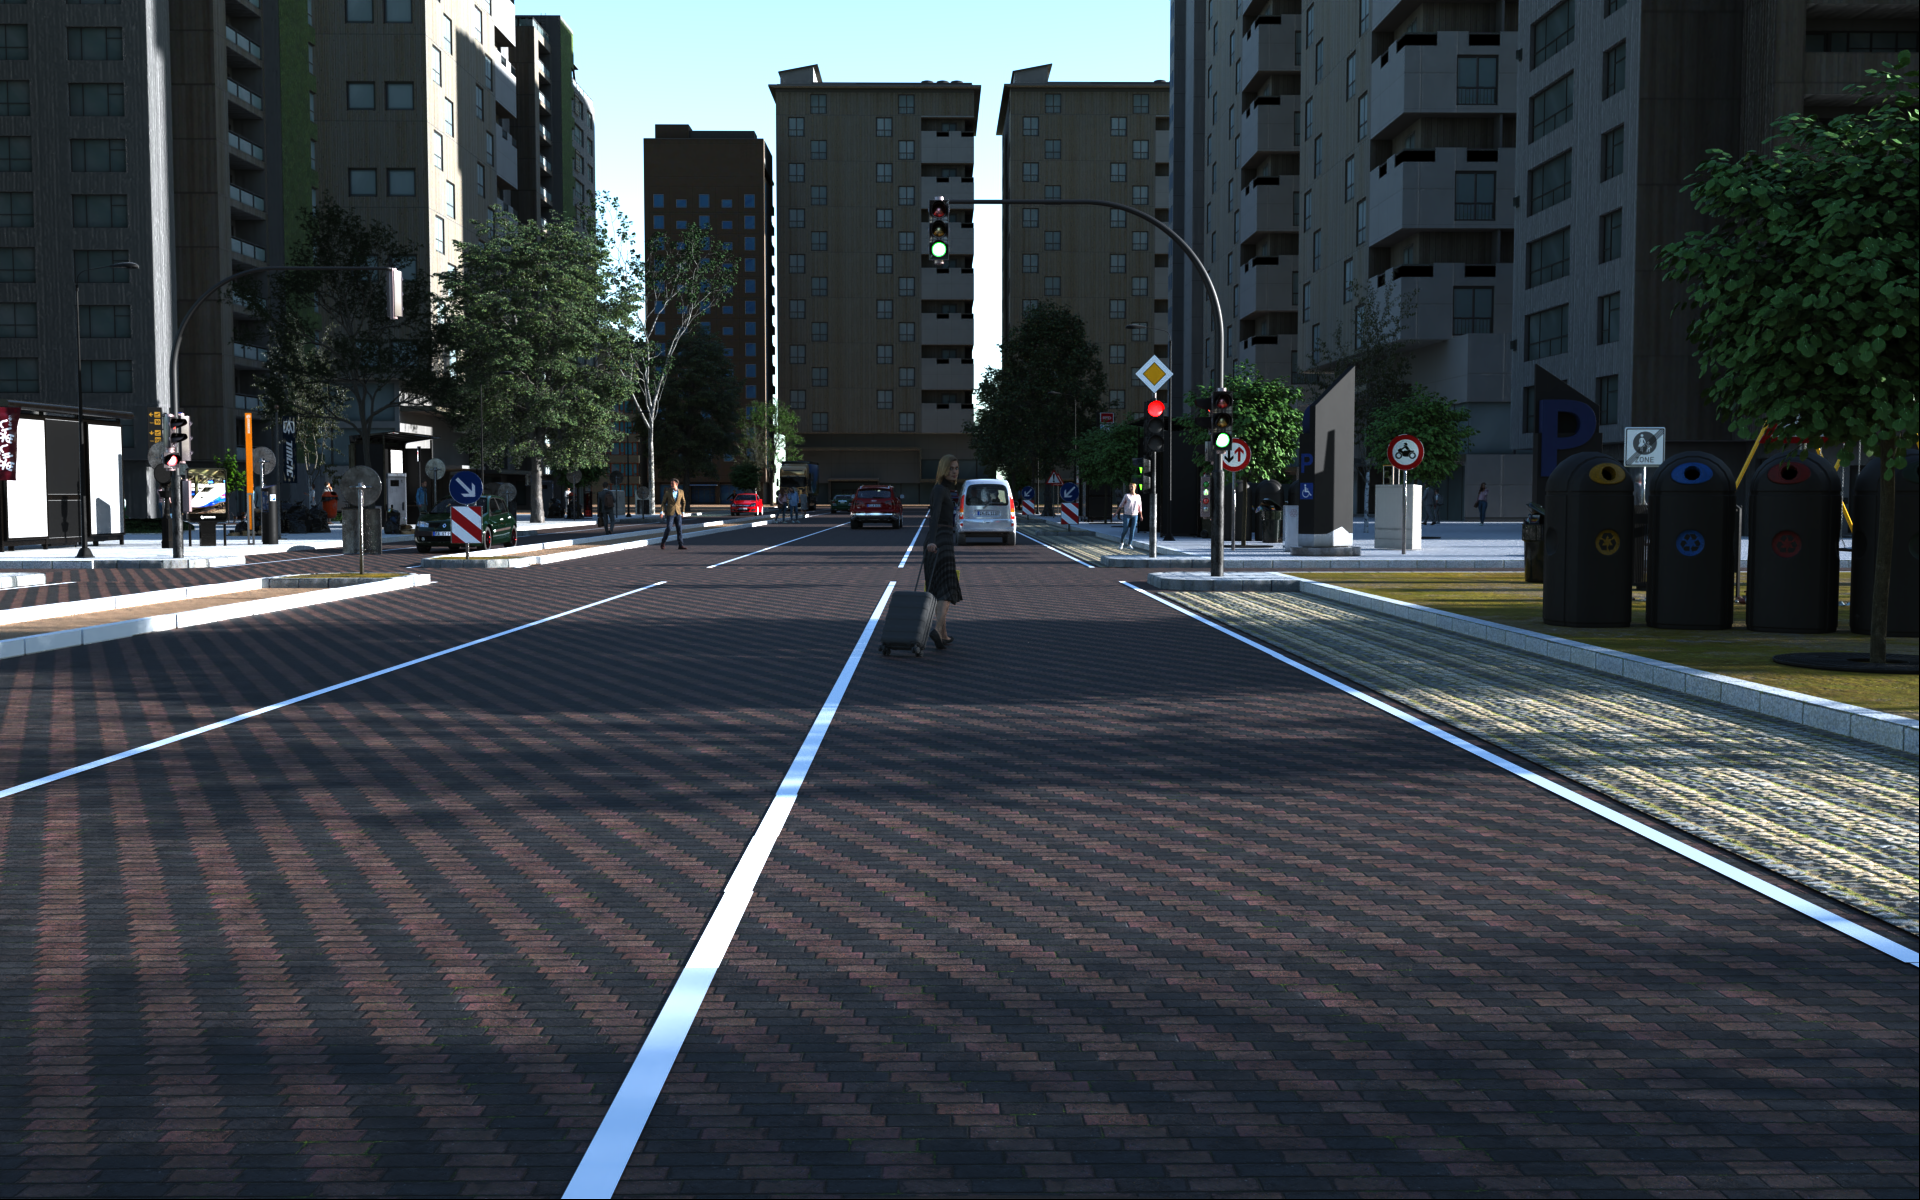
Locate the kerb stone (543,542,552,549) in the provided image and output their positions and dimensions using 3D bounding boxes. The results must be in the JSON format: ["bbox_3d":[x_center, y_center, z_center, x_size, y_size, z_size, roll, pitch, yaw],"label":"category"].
[{"bbox_3d":[-10.860,-1.401,45.106,0.120,0.150,1.000,0,4,-1],"label":"kerb stone"}]

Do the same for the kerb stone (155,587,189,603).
[{"bbox_3d":[-10.582,-0.053,23.056,0.120,0.150,1.000,0,4,-1],"label":"kerb stone"}]

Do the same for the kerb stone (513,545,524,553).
[{"bbox_3d":[-10.823,-1.213,42.029,0.120,0.150,1.000,0,4,-1],"label":"kerb stone"}]

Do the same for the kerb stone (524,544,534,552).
[{"bbox_3d":[-10.835,-1.276,43.060,0.120,0.150,1.000,0,4,-1],"label":"kerb stone"}]

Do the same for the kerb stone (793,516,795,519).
[{"bbox_3d":[-9.425,-4.538,96.390,0.120,0.150,1.000,0,4,-1],"label":"kerb stone"}]

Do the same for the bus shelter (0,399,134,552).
[{"bbox_3d":[-21.917,-3.781,39.456,2.179,5.291,8.768,0,4,-1],"label":"bus shelter"}]

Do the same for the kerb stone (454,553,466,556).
[{"bbox_3d":[-10.759,-0.900,36.913,0.120,0.150,1.000,0,4,-1],"label":"kerb stone"}]

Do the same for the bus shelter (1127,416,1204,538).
[{"bbox_3d":[6.398,-3.847,54.179,1.731,3.624,6.357,0,4,-1],"label":"bus shelter"}]

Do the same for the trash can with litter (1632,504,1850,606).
[{"bbox_3d":[9.305,-0.577,20.493,1.678,1.210,2.233,-3,5,-40],"label":"trash can with litter"}]

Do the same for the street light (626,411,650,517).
[{"bbox_3d":[-17.967,-7.586,96.567,1.470,5.913,1.316,0,4,-1],"label":"street light"}]

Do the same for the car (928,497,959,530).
[{"bbox_3d":[-0.260,-3.263,65.926,1.945,1.354,3.894,0,4,1],"label":"car"}]

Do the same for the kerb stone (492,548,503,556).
[{"bbox_3d":[-10.794,-1.087,39.979,0.120,0.150,1.000,0,4,-1],"label":"kerb stone"}]

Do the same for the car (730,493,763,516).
[{"bbox_3d":[-14.164,-6.485,115.077,2.155,1.783,4.494,0,4,0],"label":"car"}]

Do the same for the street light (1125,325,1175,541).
[{"bbox_3d":[5.224,-4.591,47.602,1.470,5.913,1.316,0,4,-1],"label":"street light"}]

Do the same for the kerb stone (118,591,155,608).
[{"bbox_3d":[-10.560,0.012,22.034,0.120,0.150,1.000,0,4,-1],"label":"kerb stone"}]

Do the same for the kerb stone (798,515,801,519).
[{"bbox_3d":[-9.484,-4.790,100.505,0.120,0.150,1.000,0,4,-1],"label":"kerb stone"}]

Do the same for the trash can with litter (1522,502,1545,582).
[{"bbox_3d":[8.684,-0.838,25.086,1.055,1.170,0.624,2,4,25],"label":"trash can with litter"}]

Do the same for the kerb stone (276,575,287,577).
[{"bbox_3d":[-10.638,-0.298,27.149,0.120,0.150,1.000,0,4,-1],"label":"kerb stone"}]

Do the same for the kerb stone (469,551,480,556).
[{"bbox_3d":[-10.772,-0.961,37.935,0.120,0.150,1.000,0,4,-1],"label":"kerb stone"}]

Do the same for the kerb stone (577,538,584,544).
[{"bbox_3d":[-10.924,-1.653,49.227,0.120,0.150,1.000,0,4,-1],"label":"kerb stone"}]

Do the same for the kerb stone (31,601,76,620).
[{"bbox_3d":[-10.541,0.135,19.988,0.120,0.150,1.000,0,4,-1],"label":"kerb stone"}]

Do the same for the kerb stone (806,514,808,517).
[{"bbox_3d":[-9.550,-5.103,105.635,0.120,0.150,1.000,0,4,-1],"label":"kerb stone"}]

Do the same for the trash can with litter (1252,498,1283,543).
[{"bbox_3d":[8.369,-2.099,45.712,1.055,1.170,0.624,-2,4,-29],"label":"trash can with litter"}]

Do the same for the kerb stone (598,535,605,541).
[{"bbox_3d":[-10.958,-1.841,52.308,0.120,0.150,1.000,0,4,-1],"label":"kerb stone"}]

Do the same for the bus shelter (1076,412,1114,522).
[{"bbox_3d":[6.506,-6.408,82.395,2.179,5.291,8.768,0,4,-1],"label":"bus shelter"}]

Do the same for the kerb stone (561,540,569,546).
[{"bbox_3d":[-10.888,-1.526,47.173,0.120,0.150,1.000,0,4,-1],"label":"kerb stone"}]

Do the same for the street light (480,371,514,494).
[{"bbox_3d":[-17.562,-5.691,65.584,1.470,5.913,1.316,0,4,-1],"label":"street light"}]

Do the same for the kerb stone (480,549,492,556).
[{"bbox_3d":[-10.783,-1.025,38.957,0.120,0.150,1.000,0,4,-1],"label":"kerb stone"}]

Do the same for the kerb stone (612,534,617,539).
[{"bbox_3d":[-10.985,-1.967,54.356,0.120,0.150,1.000,0,4,-1],"label":"kerb stone"}]

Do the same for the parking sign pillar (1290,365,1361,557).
[{"bbox_3d":[7.646,-2.914,36.122,1.447,3.967,1.447,-3,5,-40],"label":"parking sign pillar"}]

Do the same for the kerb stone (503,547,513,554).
[{"bbox_3d":[-10.815,-1.147,41.001,0.120,0.150,1.000,0,4,-1],"label":"kerb stone"}]

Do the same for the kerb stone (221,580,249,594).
[{"bbox_3d":[-10.607,-0.171,25.106,0.120,0.150,1.000,0,4,-1],"label":"kerb stone"}]

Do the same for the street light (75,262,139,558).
[{"bbox_3d":[-17.155,-3.811,34.849,1.470,5.913,1.316,0,4,-1],"label":"street light"}]

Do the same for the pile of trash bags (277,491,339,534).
[{"bbox_3d":[-21.807,-2.928,57.623,1.912,1.369,3.447,1,4,13],"label":"pile of trash bags"}]

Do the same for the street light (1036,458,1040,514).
[{"bbox_3d":[4.409,-8.412,110.081,1.470,5.913,1.316,0,4,-1],"label":"street light"}]

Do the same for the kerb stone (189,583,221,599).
[{"bbox_3d":[-10.586,-0.115,24.084,0.120,0.150,1.000,0,4,-1],"label":"kerb stone"}]

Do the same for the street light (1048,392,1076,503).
[{"bbox_3d":[4.688,-6.493,78.699,1.470,5.913,1.316,0,4,-1],"label":"street light"}]

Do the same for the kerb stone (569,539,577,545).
[{"bbox_3d":[-10.900,-1.590,48.197,0.120,0.150,1.000,0,4,-1],"label":"kerb stone"}]

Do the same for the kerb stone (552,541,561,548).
[{"bbox_3d":[-10.874,-1.464,46.140,0.120,0.150,1.000,0,4,-1],"label":"kerb stone"}]

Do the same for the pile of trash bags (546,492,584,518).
[{"bbox_3d":[-21.140,-5.103,93.194,1.912,1.369,3.447,0,4,-3],"label":"pile of trash bags"}]

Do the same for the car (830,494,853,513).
[{"bbox_3d":[-8.663,-7.195,129.443,2.131,1.459,4.920,0,4,-1],"label":"car"}]

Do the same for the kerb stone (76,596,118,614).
[{"bbox_3d":[-10.551,0.075,21.012,0.120,0.150,1.000,0,4,-1],"label":"kerb stone"}]

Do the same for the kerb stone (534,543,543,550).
[{"bbox_3d":[-10.847,-1.339,44.082,0.120,0.150,1.000,0,4,-1],"label":"kerb stone"}]

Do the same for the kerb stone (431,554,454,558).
[{"bbox_3d":[-10.747,-0.838,35.890,0.120,0.150,1.000,0,4,-1],"label":"kerb stone"}]

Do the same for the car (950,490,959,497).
[{"bbox_3d":[-0.957,-9.385,162.111,2.281,1.827,5.304,0,4,0],"label":"car"}]

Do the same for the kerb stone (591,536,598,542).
[{"bbox_3d":[-10.944,-1.774,51.271,0.120,0.150,1.000,0,4,-1],"label":"kerb stone"}]

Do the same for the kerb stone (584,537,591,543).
[{"bbox_3d":[-10.938,-1.716,50.249,0.120,0.150,1.000,0,4,-1],"label":"kerb stone"}]

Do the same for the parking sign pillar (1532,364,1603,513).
[{"bbox_3d":[12.539,-2.892,35.761,1.447,3.967,1.447,0,4,5],"label":"parking sign pillar"}]

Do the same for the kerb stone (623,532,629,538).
[{"bbox_3d":[-11.012,-2.089,56.408,0.120,0.150,1.000,0,4,-1],"label":"kerb stone"}]

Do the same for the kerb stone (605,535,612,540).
[{"bbox_3d":[-10.965,-1.905,53.334,0.120,0.150,1.000,0,4,-1],"label":"kerb stone"}]

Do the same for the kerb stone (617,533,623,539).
[{"bbox_3d":[-11.004,-2.029,55.385,0.120,0.150,1.000,0,4,-1],"label":"kerb stone"}]

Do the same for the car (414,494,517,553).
[{"bbox_3d":[-12.408,-2.068,43.596,2.009,1.686,4.222,0,4,-1],"label":"car"}]

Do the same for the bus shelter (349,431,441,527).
[{"bbox_3d":[-21.998,-4.672,67.670,1.731,3.624,6.357,0,4,-1],"label":"bus shelter"}]

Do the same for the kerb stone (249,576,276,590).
[{"bbox_3d":[-10.617,-0.240,26.127,0.120,0.150,1.000,0,4,-1],"label":"kerb stone"}]

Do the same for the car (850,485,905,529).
[{"bbox_3d":[-3.481,-3.919,72.757,2.281,1.827,5.304,0,4,0],"label":"car"}]

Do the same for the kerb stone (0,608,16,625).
[{"bbox_3d":[-10.521,0.198,18.959,0.120,0.150,1.000,0,4,-1],"label":"kerb stone"}]
